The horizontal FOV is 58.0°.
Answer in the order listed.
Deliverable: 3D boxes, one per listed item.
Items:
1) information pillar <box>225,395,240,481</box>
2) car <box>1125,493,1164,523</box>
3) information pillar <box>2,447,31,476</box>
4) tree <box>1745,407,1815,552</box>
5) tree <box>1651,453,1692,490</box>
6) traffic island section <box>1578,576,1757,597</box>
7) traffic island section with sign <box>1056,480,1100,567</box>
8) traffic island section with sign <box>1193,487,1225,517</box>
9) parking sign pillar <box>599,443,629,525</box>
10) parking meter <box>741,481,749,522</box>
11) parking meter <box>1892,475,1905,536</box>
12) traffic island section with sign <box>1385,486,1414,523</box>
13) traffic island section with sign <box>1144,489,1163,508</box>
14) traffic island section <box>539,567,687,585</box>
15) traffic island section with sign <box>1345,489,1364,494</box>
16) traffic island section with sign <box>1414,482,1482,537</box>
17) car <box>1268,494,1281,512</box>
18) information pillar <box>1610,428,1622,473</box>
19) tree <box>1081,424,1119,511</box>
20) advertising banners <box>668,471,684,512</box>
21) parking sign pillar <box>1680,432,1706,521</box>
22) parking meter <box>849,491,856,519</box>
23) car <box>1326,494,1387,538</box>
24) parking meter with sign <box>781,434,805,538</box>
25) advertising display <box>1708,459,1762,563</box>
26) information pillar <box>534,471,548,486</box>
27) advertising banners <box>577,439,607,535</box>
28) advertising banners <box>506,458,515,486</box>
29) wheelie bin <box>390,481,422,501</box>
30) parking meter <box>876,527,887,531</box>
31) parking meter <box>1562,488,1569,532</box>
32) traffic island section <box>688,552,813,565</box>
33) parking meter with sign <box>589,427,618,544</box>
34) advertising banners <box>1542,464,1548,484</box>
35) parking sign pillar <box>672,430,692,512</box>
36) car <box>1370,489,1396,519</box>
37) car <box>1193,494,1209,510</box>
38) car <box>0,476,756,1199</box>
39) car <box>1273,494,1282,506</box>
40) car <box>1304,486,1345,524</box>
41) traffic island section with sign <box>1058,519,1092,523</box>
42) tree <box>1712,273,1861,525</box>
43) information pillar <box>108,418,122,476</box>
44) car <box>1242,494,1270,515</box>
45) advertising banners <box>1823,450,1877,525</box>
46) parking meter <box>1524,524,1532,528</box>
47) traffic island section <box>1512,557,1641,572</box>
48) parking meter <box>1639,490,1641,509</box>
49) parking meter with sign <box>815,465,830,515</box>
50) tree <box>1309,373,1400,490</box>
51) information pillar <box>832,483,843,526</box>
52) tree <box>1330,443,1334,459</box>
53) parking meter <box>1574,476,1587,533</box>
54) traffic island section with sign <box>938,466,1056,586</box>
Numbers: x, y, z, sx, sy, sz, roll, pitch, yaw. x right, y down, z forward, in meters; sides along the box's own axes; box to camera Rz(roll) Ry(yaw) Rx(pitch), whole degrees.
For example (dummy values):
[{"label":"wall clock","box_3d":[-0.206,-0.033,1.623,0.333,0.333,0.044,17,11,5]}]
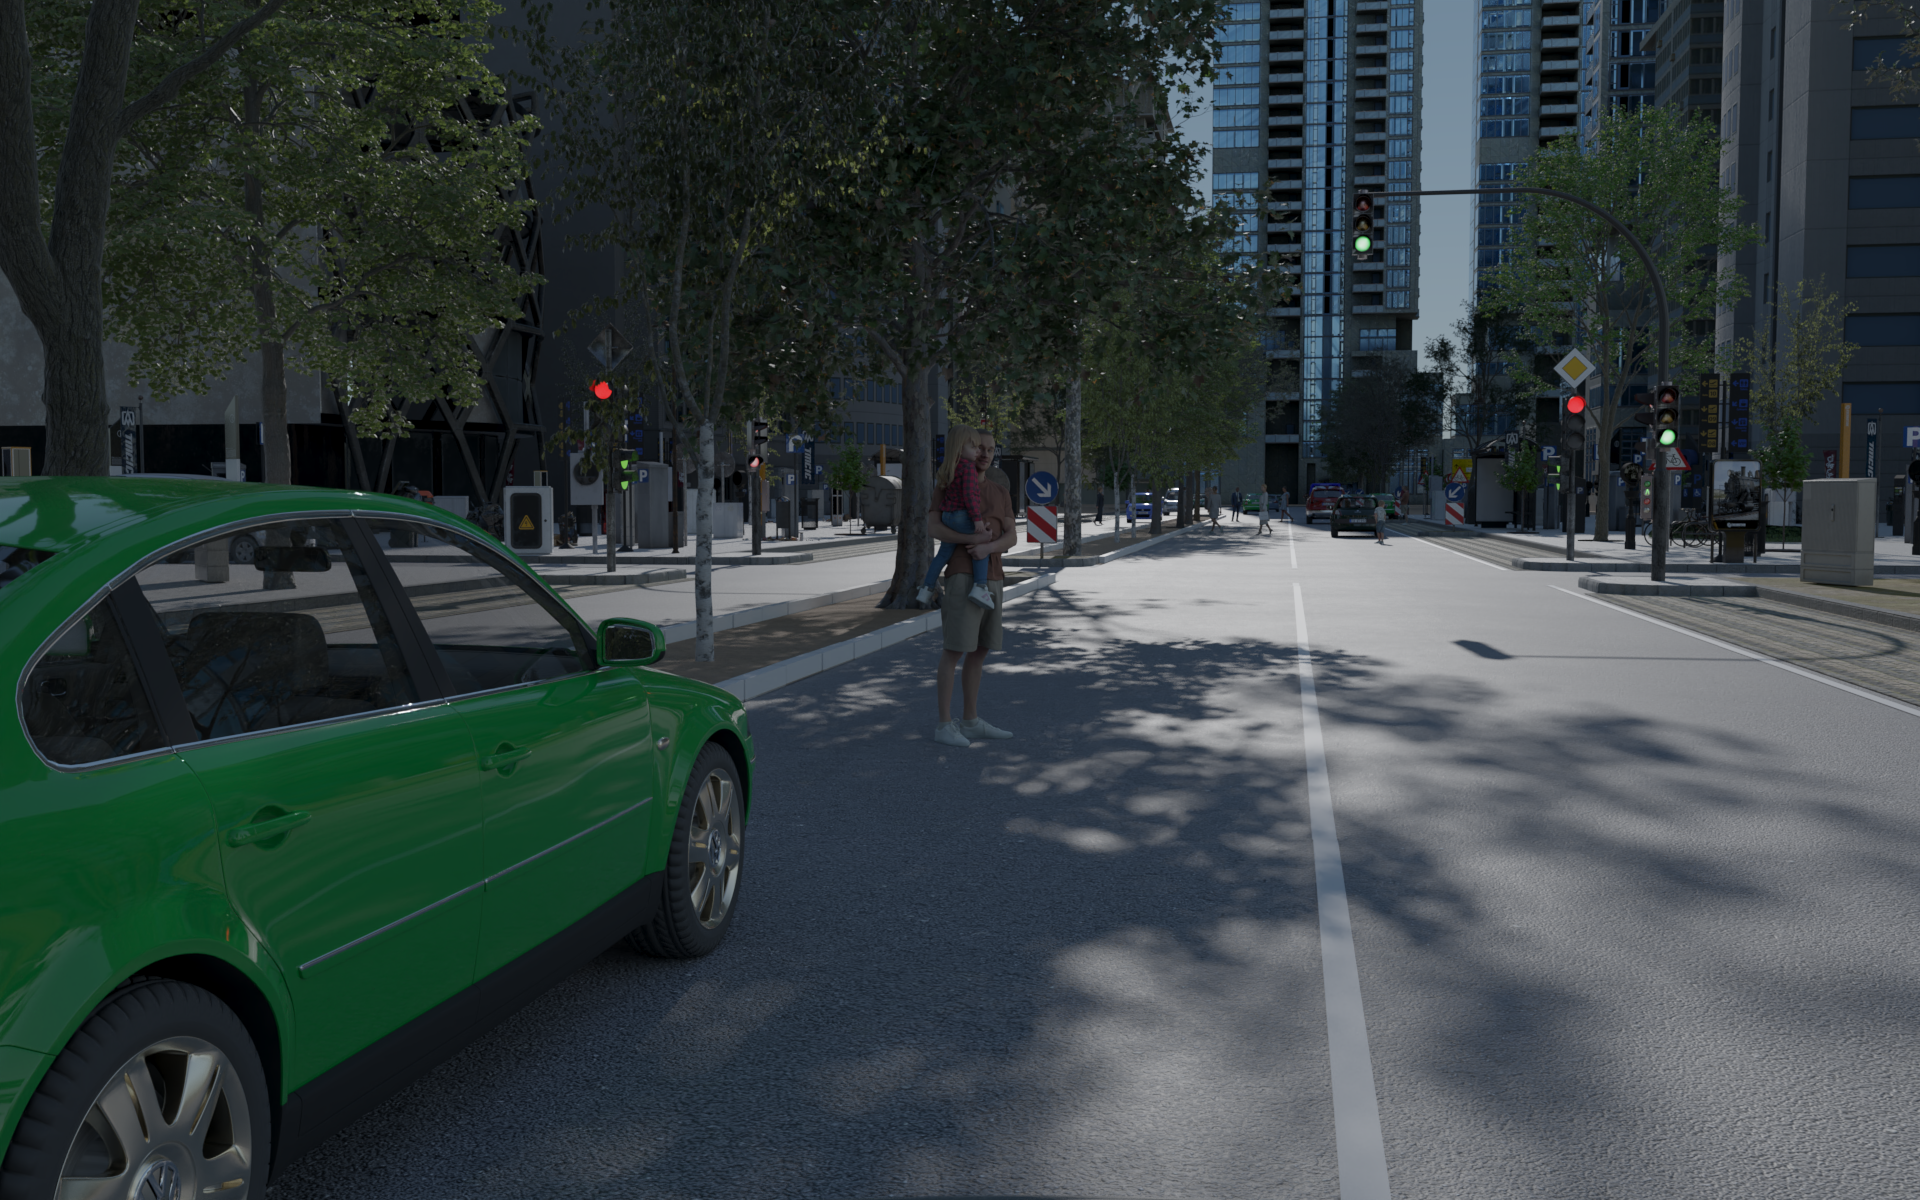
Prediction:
[{"label":"information pillar","box_3d":[-17.234,-3.041,41.081,0.504,3.616,0.183,3,4,37]},{"label":"car","box_3d":[9.324,-4.760,87.413,1.945,1.707,3.694,1,4,9]},{"label":"information pillar","box_3d":[-14.789,-1.389,27.200,0.304,2.012,0.304,2,4,35]},{"label":"tree","box_3d":[18.443,-2.693,38.627,1.663,3.219,1.824,0,3,0]},{"label":"tree","box_3d":[29.811,-4.768,72.551,1.663,3.219,1.824,0,3,0]},{"label":"traffic island section","box_3d":[10.329,-0.203,25.603,2.009,0.180,2.903,1,4,11]},{"label":"traffic island section with sign","box_3d":[1.747,-1.643,34.994,2.006,1.907,1.989,1,4,11]},{"label":"traffic island section with sign","box_3d":[15.649,-6.159,108.840,2.006,1.907,1.989,1,4,11]},{"label":"parking sign pillar","box_3d":[-14.452,-5.155,72.762,1.447,3.967,1.447,0,4,-4]},{"label":"parking meter","box_3d":[-9.765,-4.461,78.649,0.399,1.863,0.255,0,4,7]},{"label":"parking meter","box_3d":[28.810,-2.901,53.144,0.255,1.863,0.399,3,4,37]},{"label":"traffic island section with sign","box_3d":[21.651,-4.710,85.637,1.989,1.847,2.006,1,4,11]},{"label":"traffic island section with sign","box_3d":[14.867,-7.816,136.424,1.989,1.847,2.006,1,4,11]},{"label":"traffic island section","box_3d":[-5.779,-0.388,28.631,2.009,0.180,2.903,1,4,11]},{"label":"traffic island section with sign","box_3d":[30.663,-7.634,133.450,1.989,1.847,2.006,1,4,11]},{"label":"traffic island section with sign","box_3d":[16.610,-3.070,58.829,1.989,1.847,2.006,1,4,11]},{"label":"car","box_3d":[24.712,-7.761,138.890,2.014,1.417,4.499,1,4,9]},{"label":"information pillar","box_3d":[23.410,-4.312,61.857,0.183,3.616,0.504,-1,4,-22]},{"label":"tree","box_3d":[10.586,-11.044,130.926,4.360,8.622,3.978,0,3,0]},{"label":"advertising banners","box_3d":[-19.657,-7.318,115.835,2.074,3.025,0.090,-1,4,-16]},{"label":"parking sign pillar","box_3d":[31.582,-5.285,74.889,1.447,3.967,1.447,0,4,-4]},{"label":"parking meter","box_3d":[-5.474,-4.892,88.399,0.372,1.533,0.369,0,3,0]},{"label":"car","box_3d":[13.361,-2.968,58.319,2.009,1.686,4.222,1,4,12]},{"label":"parking meter with sign","box_3d":[-4.985,-3.347,50.976,0.543,3.016,1.738,-1,4,-15]},{"label":"advertising display","box_3d":[14.358,-1.645,32.103,0.974,1.923,0.123,0,4,-6]},{"label":"information pillar","box_3d":[-13.247,-3.075,54.761,0.304,2.012,0.304,2,4,31]},{"label":"advertising banners","box_3d":[-11.087,-3.579,54.708,2.074,3.025,0.090,1,4,8]},{"label":"advertising banners","box_3d":[-19.081,-4.592,71.272,2.074,3.025,0.090,2,4,28]},{"label":"wheelie bin","box_3d":[-13.329,-2.060,41.587,0.693,1.594,0.980,0,4,1]},{"label":"parking meter","box_3d":[-2.751,-3.348,60.449,0.399,1.863,0.255,2,4,32]},{"label":"parking meter","box_3d":[20.362,-3.031,57.966,0.372,1.533,0.369,0,3,0]},{"label":"traffic island section","box_3d":[-4.301,-0.868,36.478,2.009,0.180,2.903,1,4,11]},{"label":"parking meter with sign","box_3d":[-8.690,-2.962,44.691,1.738,3.016,0.543,1,4,19]},{"label":"advertising banners","box_3d":[35.209,-6.507,102.579,2.074,3.025,0.090,-2,4,-26]},{"label":"parking sign pillar","box_3d":[-11.764,-5.189,73.311,1.447,3.967,1.447,1,4,10]},{"label":"car","box_3d":[23.923,-5.503,98.766,1.959,1.807,4.718,1,4,9]},{"label":"car","box_3d":[21.814,-8.912,157.516,2.131,1.459,4.920,1,4,12]},{"label":"car","box_3d":[-1.863,0.284,4.158,1.959,1.807,4.718,1,4,11]},{"label":"car","box_3d":[32.480,-10.182,178.276,2.131,1.459,4.920,1,4,12]},{"label":"car","box_3d":[17.806,-4.602,83.908,2.281,1.827,5.304,1,4,11]},{"label":"traffic island section with sign","box_3d":[5.634,-4.823,87.480,1.989,1.847,2.006,1,4,11]},{"label":"tree","box_3d":[27.631,-6.564,57.680,4.360,8.622,3.978,0,3,0]},{"label":"information pillar","box_3d":[-24.879,-3.661,51.216,0.183,3.616,0.504,2,4,34]},{"label":"car","box_3d":[20.739,-6.878,121.258,1.959,1.807,4.718,1,4,11]},{"label":"advertising banners","box_3d":[35.258,-4.432,68.644,2.074,3.025,0.090,1,4,11]},{"label":"parking meter","box_3d":[21.490,-3.659,65.533,0.255,1.863,0.399,-1,4,-14]},{"label":"traffic island section","box_3d":[11.807,-0.683,33.450,2.009,0.180,2.903,1,4,11]},{"label":"parking meter","box_3d":[40.890,-5.831,103.750,0.372,1.533,0.369,0,3,0]},{"label":"parking meter with sign","box_3d":[-8.251,-6.634,104.720,0.543,3.016,1.738,-2,4,-25]},{"label":"tree","box_3d":[41.206,-16.614,178.286,9.857,13.997,8.962,0,3,0]},{"label":"information pillar","box_3d":[-4.868,-3.929,68.724,0.304,2.012,0.304,3,4,39]},{"label":"tree","box_3d":[40.197,-14.317,168.493,8.767,10.594,7.601,1,4,17]},{"label":"parking meter","box_3d":[20.297,-3.117,56.672,0.399,1.863,0.255,1,4,23]},{"label":"traffic island section with sign","box_3d":[0.366,-1.198,27.716,2.006,1.907,1.989,1,4,11]}]
